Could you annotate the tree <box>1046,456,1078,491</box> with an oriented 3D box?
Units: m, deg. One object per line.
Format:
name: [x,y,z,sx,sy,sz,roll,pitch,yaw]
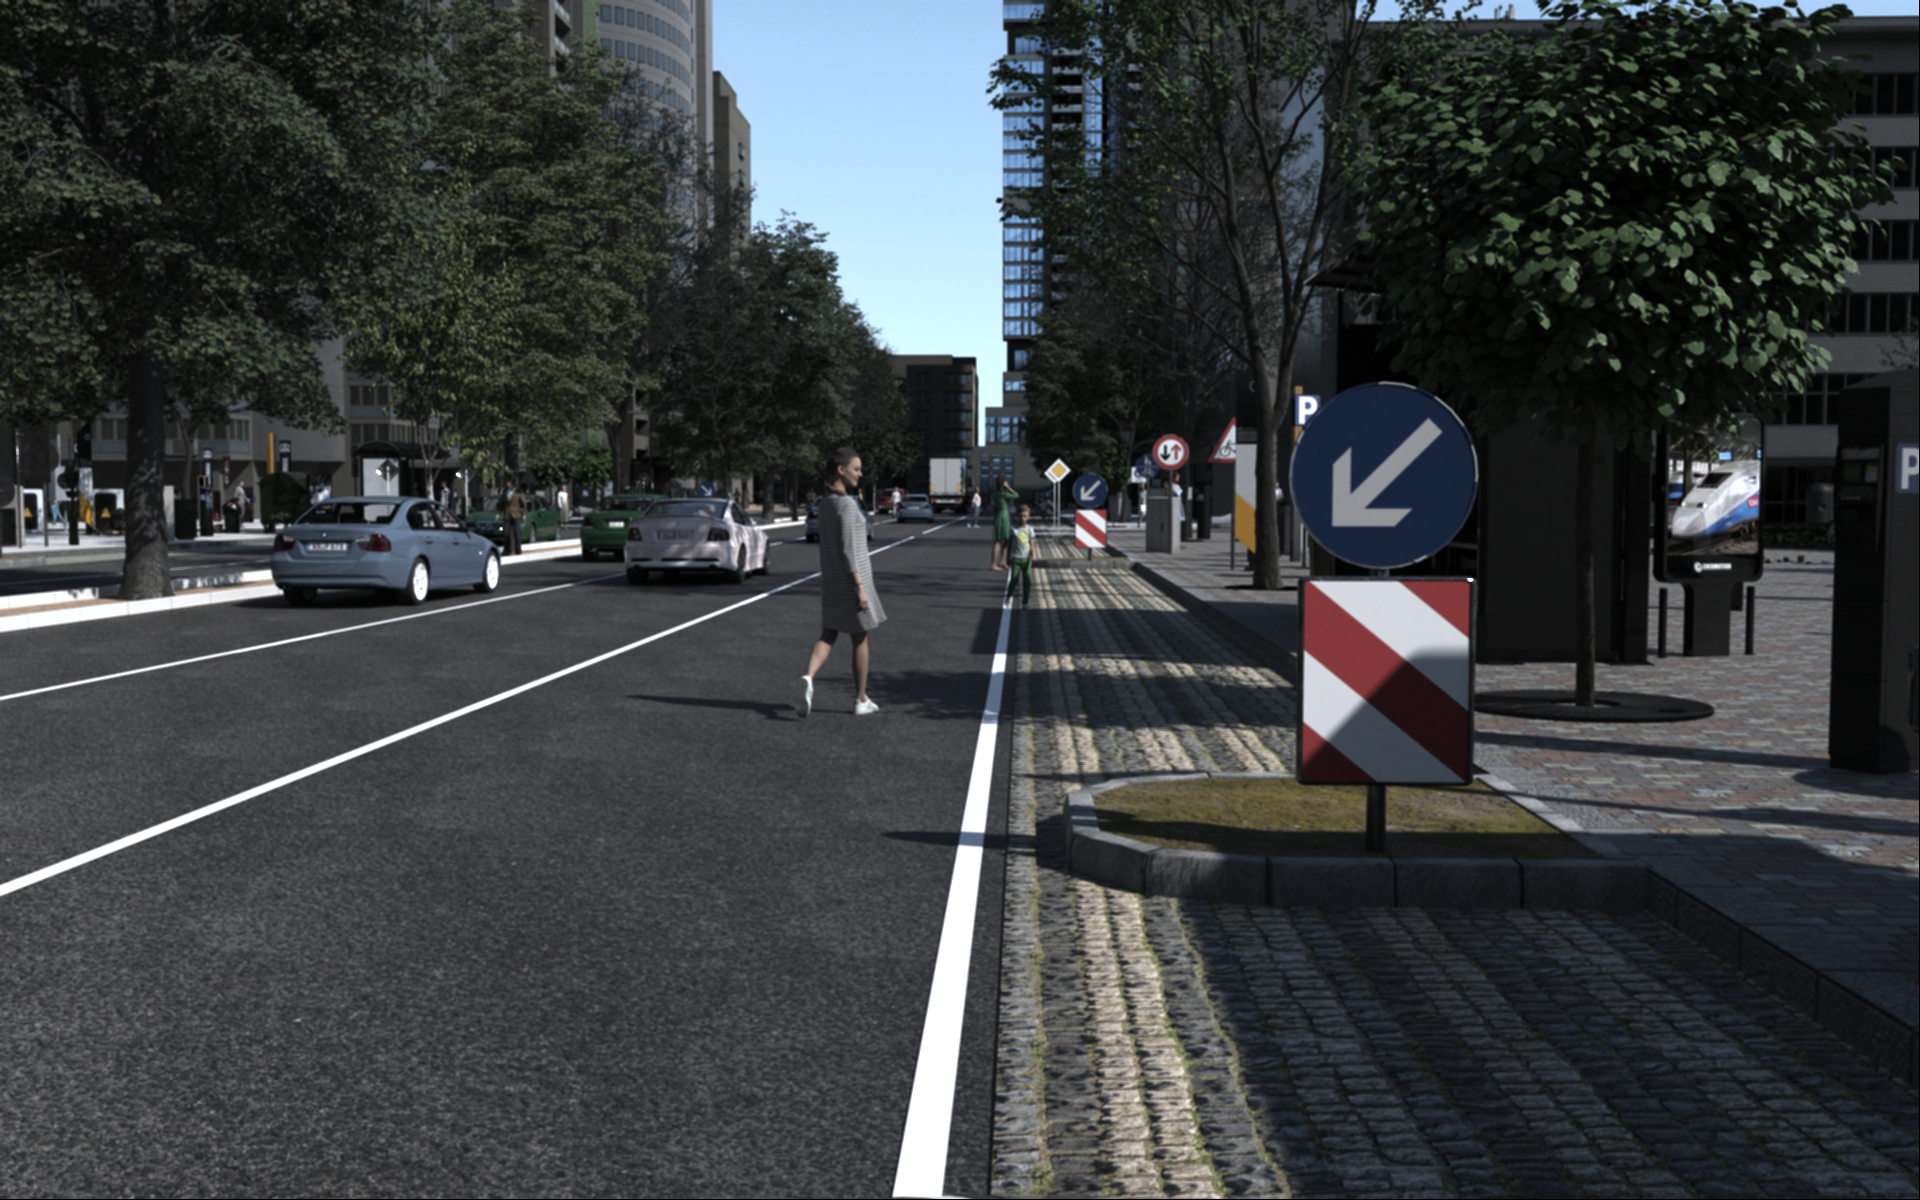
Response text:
tree: [8.655,-11.799,143.272,4.737,8.622,4.395,0,3,0]

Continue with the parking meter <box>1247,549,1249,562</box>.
parking meter: [5.662,-1.500,32.930,0.372,1.533,0.369,0,3,0]

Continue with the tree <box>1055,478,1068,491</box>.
tree: [11.214,-14.306,184.267,4.360,8.622,3.978,0,3,0]

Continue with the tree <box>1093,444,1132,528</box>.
tree: [5.885,-4.406,66.638,1.663,3.219,1.824,0,3,0]

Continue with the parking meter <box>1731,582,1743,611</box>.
parking meter: [8.497,-0.817,19.071,0.255,1.863,0.399,1,4,22]

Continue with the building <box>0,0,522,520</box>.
building: [-42.100,-24.728,96.180,32.217,40.220,23.993,0,4,2]

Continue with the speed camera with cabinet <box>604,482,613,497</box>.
speed camera with cabinet: [-22.816,-7.452,116.173,2.038,3.252,0.660,-1,4,-16]

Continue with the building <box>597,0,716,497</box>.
building: [-36.862,-38.321,168.544,21.231,58.520,28.212,0,4,2]

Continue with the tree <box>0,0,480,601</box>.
tree: [-11.040,-6.974,23.135,9.857,13.997,8.962,0,3,0]

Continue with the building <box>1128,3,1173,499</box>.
building: [29.029,-46.183,193.340,20.563,71.187,20.611,0,4,2]

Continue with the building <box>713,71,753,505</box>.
building: [-35.752,-35.037,196.556,21.600,48.544,21.300,0,4,2]

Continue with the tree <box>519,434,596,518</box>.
tree: [-20.678,-6.318,87.019,4.285,4.588,4.351,0,3,0]

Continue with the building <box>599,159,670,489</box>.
building: [-33.201,-22.981,147.435,14.160,30.474,14.107,0,4,2]

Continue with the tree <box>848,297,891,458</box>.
tree: [-8.532,-10.792,89.278,12.009,13.543,11.850,0,3,0]

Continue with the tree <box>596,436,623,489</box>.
tree: [-20.123,-6.785,94.645,4.285,4.588,4.351,0,3,0]

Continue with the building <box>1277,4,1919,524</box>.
building: [30.350,-15.823,77.777,30.058,24.678,14.314,0,4,2]

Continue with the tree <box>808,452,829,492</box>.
tree: [-15.879,-14.536,188.024,4.737,8.622,4.395,0,3,0]

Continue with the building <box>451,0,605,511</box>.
building: [-34.795,-27.105,126.765,14.154,41.232,14.086,0,4,2]

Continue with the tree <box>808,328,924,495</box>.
tree: [-7.321,-11.960,115.014,9.611,12.733,9.660,0,3,0]

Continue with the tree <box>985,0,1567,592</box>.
tree: [4.187,-5.951,23.047,9.928,11.665,9.643,0,3,0]

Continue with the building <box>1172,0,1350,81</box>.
building: [24.805,-28.369,147.420,14.154,41.232,14.086,0,4,2]

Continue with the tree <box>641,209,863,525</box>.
tree: [-8.743,-10.345,78.252,9.857,13.997,8.962,0,3,0]

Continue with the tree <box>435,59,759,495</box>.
tree: [-9.782,-8.325,48.938,12.009,13.543,11.850,0,3,0]

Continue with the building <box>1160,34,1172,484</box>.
building: [26.315,-31.296,161.806,14.600,45.320,14.200,0,4,2]

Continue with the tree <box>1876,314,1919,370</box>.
tree: [28.846,-6.065,49.529,4.360,8.622,3.978,0,3,0]

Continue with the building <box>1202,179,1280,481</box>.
building: [21.842,-16.736,109.785,11.583,22.565,21.152,0,4,2]

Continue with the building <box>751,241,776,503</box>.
building: [-38.700,-34.065,248.842,23.993,40.220,32.217,0,4,2]

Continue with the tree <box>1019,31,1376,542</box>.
tree: [6.092,-8.308,46.206,12.009,13.543,11.850,0,3,0]

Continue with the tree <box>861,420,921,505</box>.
tree: [-6.835,-11.430,123.757,8.767,10.594,7.601,0,4,2]

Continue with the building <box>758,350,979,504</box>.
building: [-12.174,-24.498,245.576,28.899,21.520,27.650,0,4,2]

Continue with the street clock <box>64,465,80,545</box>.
street clock: [-22.288,-2.382,43.514,0.358,2.002,0.471,-1,4,-12]

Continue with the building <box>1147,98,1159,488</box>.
building: [26.134,-30.180,177.033,14.154,41.232,14.086,0,4,2]

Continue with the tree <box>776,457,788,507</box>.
tree: [-15.299,-17.372,209.789,9.928,11.665,9.643,0,3,0]

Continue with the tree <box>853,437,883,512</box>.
tree: [-6.457,-10.829,129.876,4.360,8.622,3.978,0,3,0]

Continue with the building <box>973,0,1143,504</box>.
building: [17.693,-56.767,240.804,31.000,86.520,22.319,0,4,2]

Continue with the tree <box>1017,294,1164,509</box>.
tree: [7.982,-12.239,106.763,9.857,13.997,8.962,0,3,0]

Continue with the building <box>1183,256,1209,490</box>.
building: [22.332,-17.147,129.501,9.793,20.994,18.267,0,4,2]

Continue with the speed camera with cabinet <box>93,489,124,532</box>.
speed camera with cabinet: [-27.046,-3.781,56.153,2.038,3.252,0.660,-1,4,-14]

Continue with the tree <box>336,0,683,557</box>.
tree: [-10.195,-7.252,39.146,7.486,12.596,7.792,0,3,0]

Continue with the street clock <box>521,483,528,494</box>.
street clock: [-23.503,-5.448,93.639,0.358,2.002,0.471,-3,5,-41]

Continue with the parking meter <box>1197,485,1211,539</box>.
parking meter: [6.930,-2.496,49.215,0.372,1.533,0.369,0,3,0]

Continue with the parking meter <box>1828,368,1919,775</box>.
parking meter: [4.267,-0.142,8.027,0.399,1.863,0.255,-2,4,-27]

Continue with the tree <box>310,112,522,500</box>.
tree: [-9.980,-4.863,32.337,4.737,8.622,4.395,0,3,0]

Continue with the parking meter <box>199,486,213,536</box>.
parking meter: [-22.968,-2.713,52.767,0.372,1.533,0.369,0,3,0]

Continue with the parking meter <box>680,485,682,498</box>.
parking meter: [-18.722,-6.705,115.343,0.399,1.863,0.255,1,4,13]

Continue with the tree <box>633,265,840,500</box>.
tree: [-9.180,-8.061,68.668,8.767,10.594,7.601,0,4,2]

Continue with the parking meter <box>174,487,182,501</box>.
parking meter: [-23.405,-2.648,51.700,0.372,1.533,0.369,0,3,0]

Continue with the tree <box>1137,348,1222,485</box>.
tree: [10.453,-8.134,83.345,4.737,8.622,4.395,0,3,0]

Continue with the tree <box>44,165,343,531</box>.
tree: [-21.993,-7.015,49.115,7.601,10.594,8.767,3,4,38]

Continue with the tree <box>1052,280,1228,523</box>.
tree: [7.398,-8.651,75.861,7.601,10.594,8.767,3,5,43]

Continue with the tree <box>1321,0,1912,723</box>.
tree: [3.830,-1.625,10.290,4.285,4.588,4.351,0,3,0]

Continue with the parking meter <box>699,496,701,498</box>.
parking meter: [-18.093,-7.091,121.647,0.399,1.863,0.255,1,4,17]
